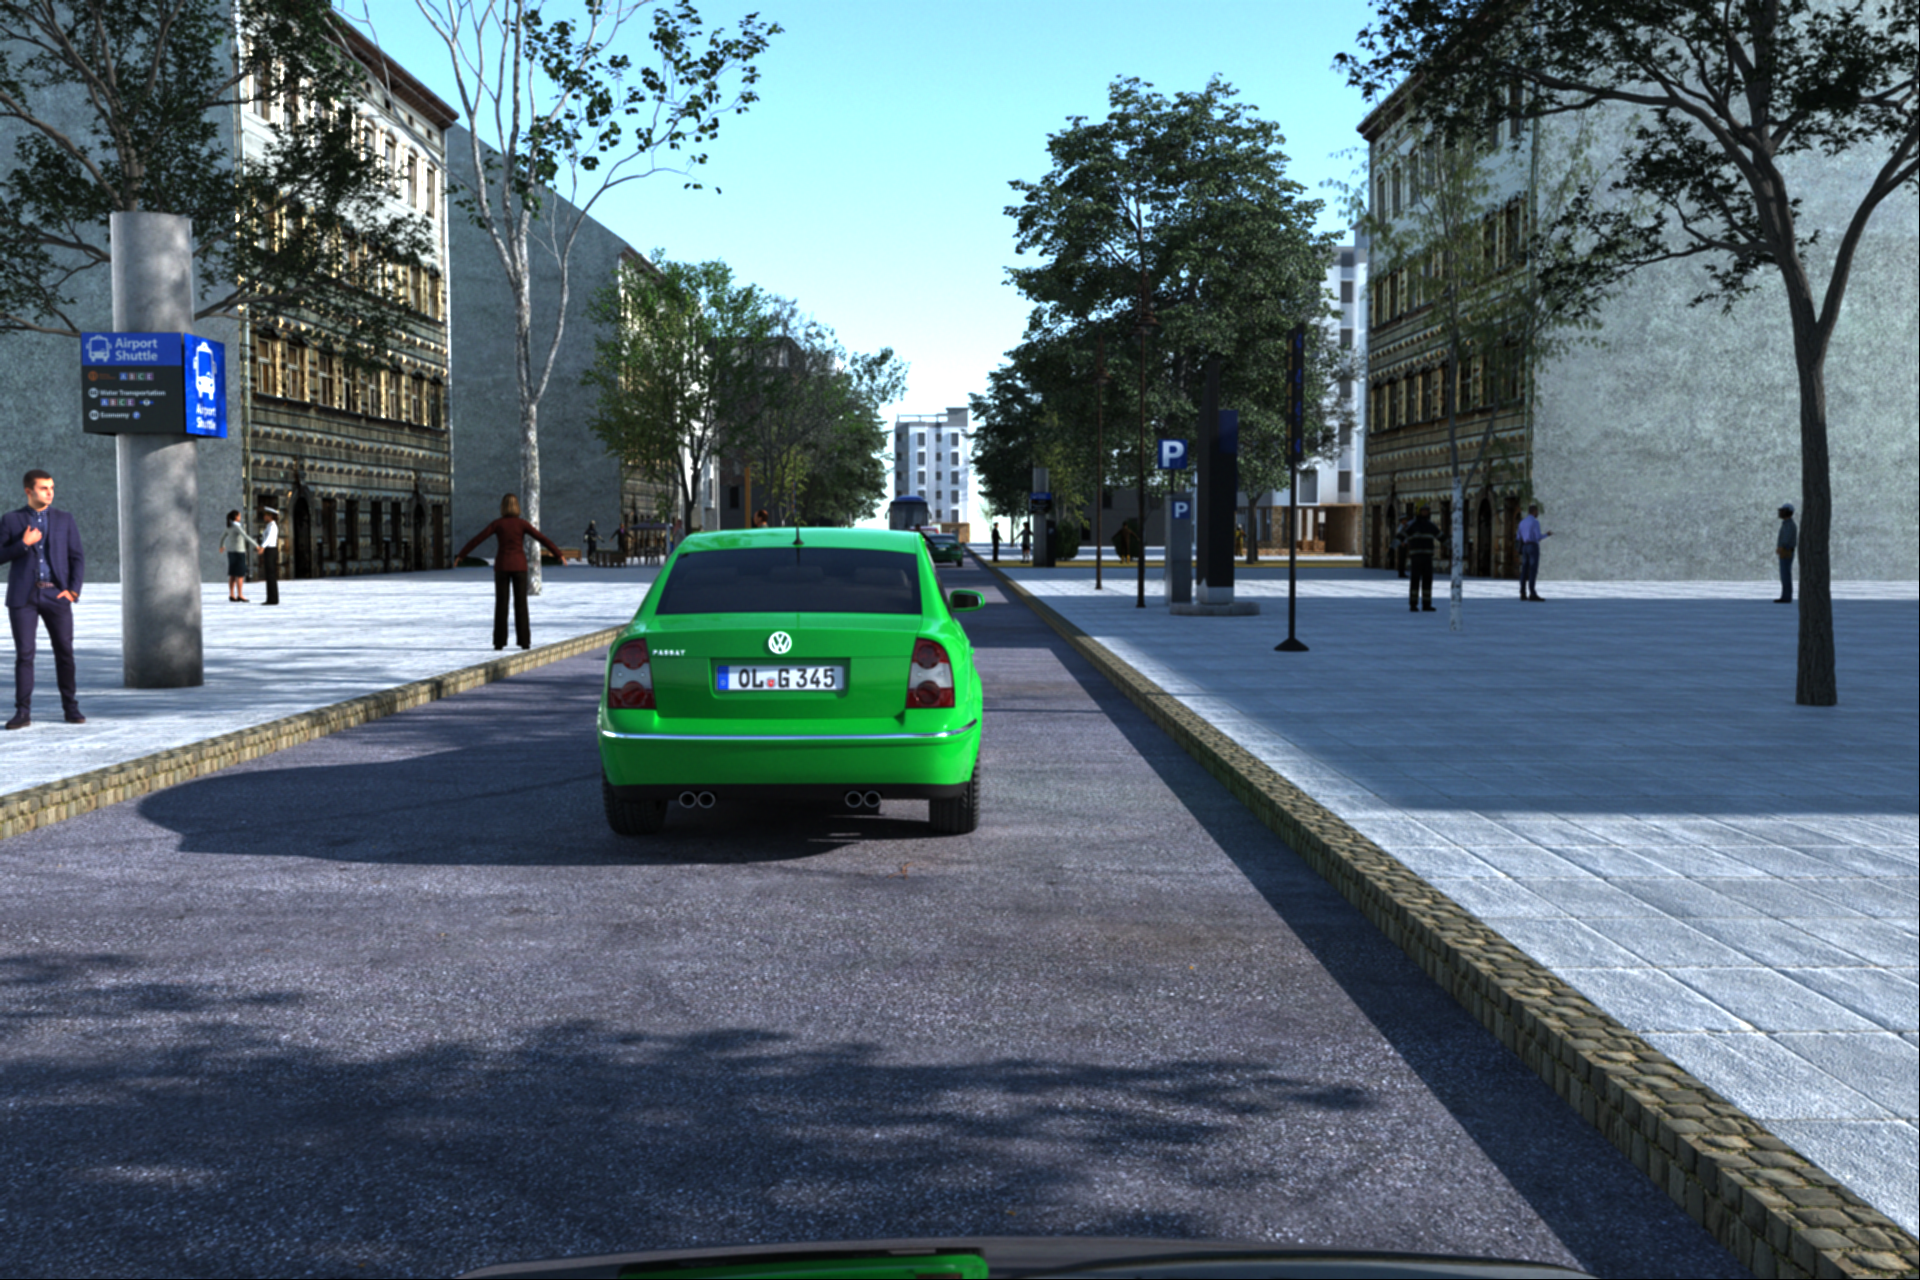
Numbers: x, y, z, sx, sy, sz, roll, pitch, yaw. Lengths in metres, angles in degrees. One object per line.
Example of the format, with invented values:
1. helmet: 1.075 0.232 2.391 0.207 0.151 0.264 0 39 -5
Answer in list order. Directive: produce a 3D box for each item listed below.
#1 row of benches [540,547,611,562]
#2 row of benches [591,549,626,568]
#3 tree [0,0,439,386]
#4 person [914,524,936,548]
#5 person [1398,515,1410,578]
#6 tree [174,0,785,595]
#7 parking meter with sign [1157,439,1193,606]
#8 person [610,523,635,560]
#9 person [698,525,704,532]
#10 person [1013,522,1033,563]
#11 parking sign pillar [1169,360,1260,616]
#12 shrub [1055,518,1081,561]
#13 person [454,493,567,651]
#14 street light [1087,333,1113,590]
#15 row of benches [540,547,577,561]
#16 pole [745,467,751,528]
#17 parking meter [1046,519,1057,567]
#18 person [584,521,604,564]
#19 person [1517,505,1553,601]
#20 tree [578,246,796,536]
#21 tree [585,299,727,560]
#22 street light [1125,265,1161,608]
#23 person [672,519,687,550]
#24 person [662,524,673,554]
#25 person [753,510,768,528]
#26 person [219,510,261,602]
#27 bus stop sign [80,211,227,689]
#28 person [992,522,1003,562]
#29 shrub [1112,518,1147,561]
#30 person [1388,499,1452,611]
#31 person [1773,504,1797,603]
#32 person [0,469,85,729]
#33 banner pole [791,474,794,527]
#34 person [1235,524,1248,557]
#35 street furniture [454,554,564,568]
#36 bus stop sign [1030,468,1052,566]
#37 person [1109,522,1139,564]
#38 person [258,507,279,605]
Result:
1. row of benches: -18.162 -3.947 80.001 4.104 0.672 1.422 -1 4 -23
2. row of benches: -13.744 -3.197 67.731 1.422 0.672 4.104 -1 4 -22
3. tree: -9.893 -5.283 20.784 7.601 10.594 8.767 -1 4 -13
4. person: -1.546 -3.366 63.684 1.347 1.806 0.705 0 4 -8
5. person: 13.025 -2.754 50.814 0.704 1.855 1.343 1 4 22
6. tree: -9.781 -10.928 34.560 12.611 20.169 13.585 0 3 0
7. parking meter with sign: 3.899 -2.129 31.065 0.543 3.016 1.738 0 3 0
8. person: -16.388 -4.756 83.983 1.346 1.802 0.704 -3 4 -38
9. person: -14.460 -5.534 96.604 0.705 1.813 1.348 2 4 29
10. person: 2.896 -4.316 76.705 1.345 1.843 0.704 3 5 43
11. parking sign pillar: 4.069 -2.392 27.576 1.447 3.967 1.447 0 4 -1
12. shrub: 4.886 -4.742 81.577 1.661 2.075 1.752 0 3 0
13. person: -4.973 -0.757 19.182 1.215 1.729 0.721 -1 4 -14
14. street light: 3.217 -4.109 39.977 0.468 5.910 1.993 0 3 0
15. row of benches: -19.461 -4.138 83.127 1.422 0.672 4.104 1 4 10
16. pole: -6.472 -3.613 52.922 0.158 3.312 0.155 0 3 0
17. parking meter: 3.521 -3.740 66.867 0.399 1.863 0.255 0 4 -1
18. person: -15.669 -4.165 73.875 0.705 1.856 1.354 2 4 25
19. person: 11.050 -1.670 33.221 0.599 1.838 0.709 -1 4 -21
20. tree: -9.737 -8.343 62.158 9.928 11.665 9.643 0 3 0
21. tree: -9.269 -6.305 53.446 4.737 8.622 4.395 0 3 0
22. street light: 3.160 -3.504 30.082 0.468 5.910 1.993 0 4 0
23. person: -9.952 -3.391 61.594 0.704 1.811 1.347 -3 4 -37
24. person: -15.368 -5.247 91.763 0.705 1.833 1.349 -3 5 -39
25. person: -3.027 -1.071 26.243 0.705 1.796 1.348 1 4 14
26. person: -13.600 -1.583 32.715 1.217 1.735 0.721 2 4 32
27. bus stop sign: -6.726 -1.560 14.518 0.837 3.901 0.837 0 4 -1
28. person: 1.669 -4.478 79.146 0.705 1.837 1.347 -1 4 -16
29. shrub: 8.179 -4.869 83.641 1.661 2.075 1.752 0 3 0
30. person: 7.674 -1.405 28.741 1.351 1.858 0.704 -1 4 -15
31. person: 15.417 -1.624 32.386 0.704 1.849 1.345 2 4 28
32. person: -6.161 -0.284 11.598 0.541 1.710 0.530 -1 4 -22
33. banner pole: -6.955 -5.029 72.243 0.401 3.779 0.863 0 3 0
34. person: 15.895 -5.679 98.619 1.354 1.858 0.705 2 4 34
35. street furniture: -21.173 -3.248 68.729 10.072 0.657 5.734 1 4 13
36. bus stop sign: 3.205 -4.888 68.935 0.837 3.901 0.837 0 3 0
37. person: 7.189 -4.242 75.500 1.346 1.812 0.704 0 4 -2
38. person: -12.573 -1.524 31.380 0.721 1.778 1.216 -1 4 -15
